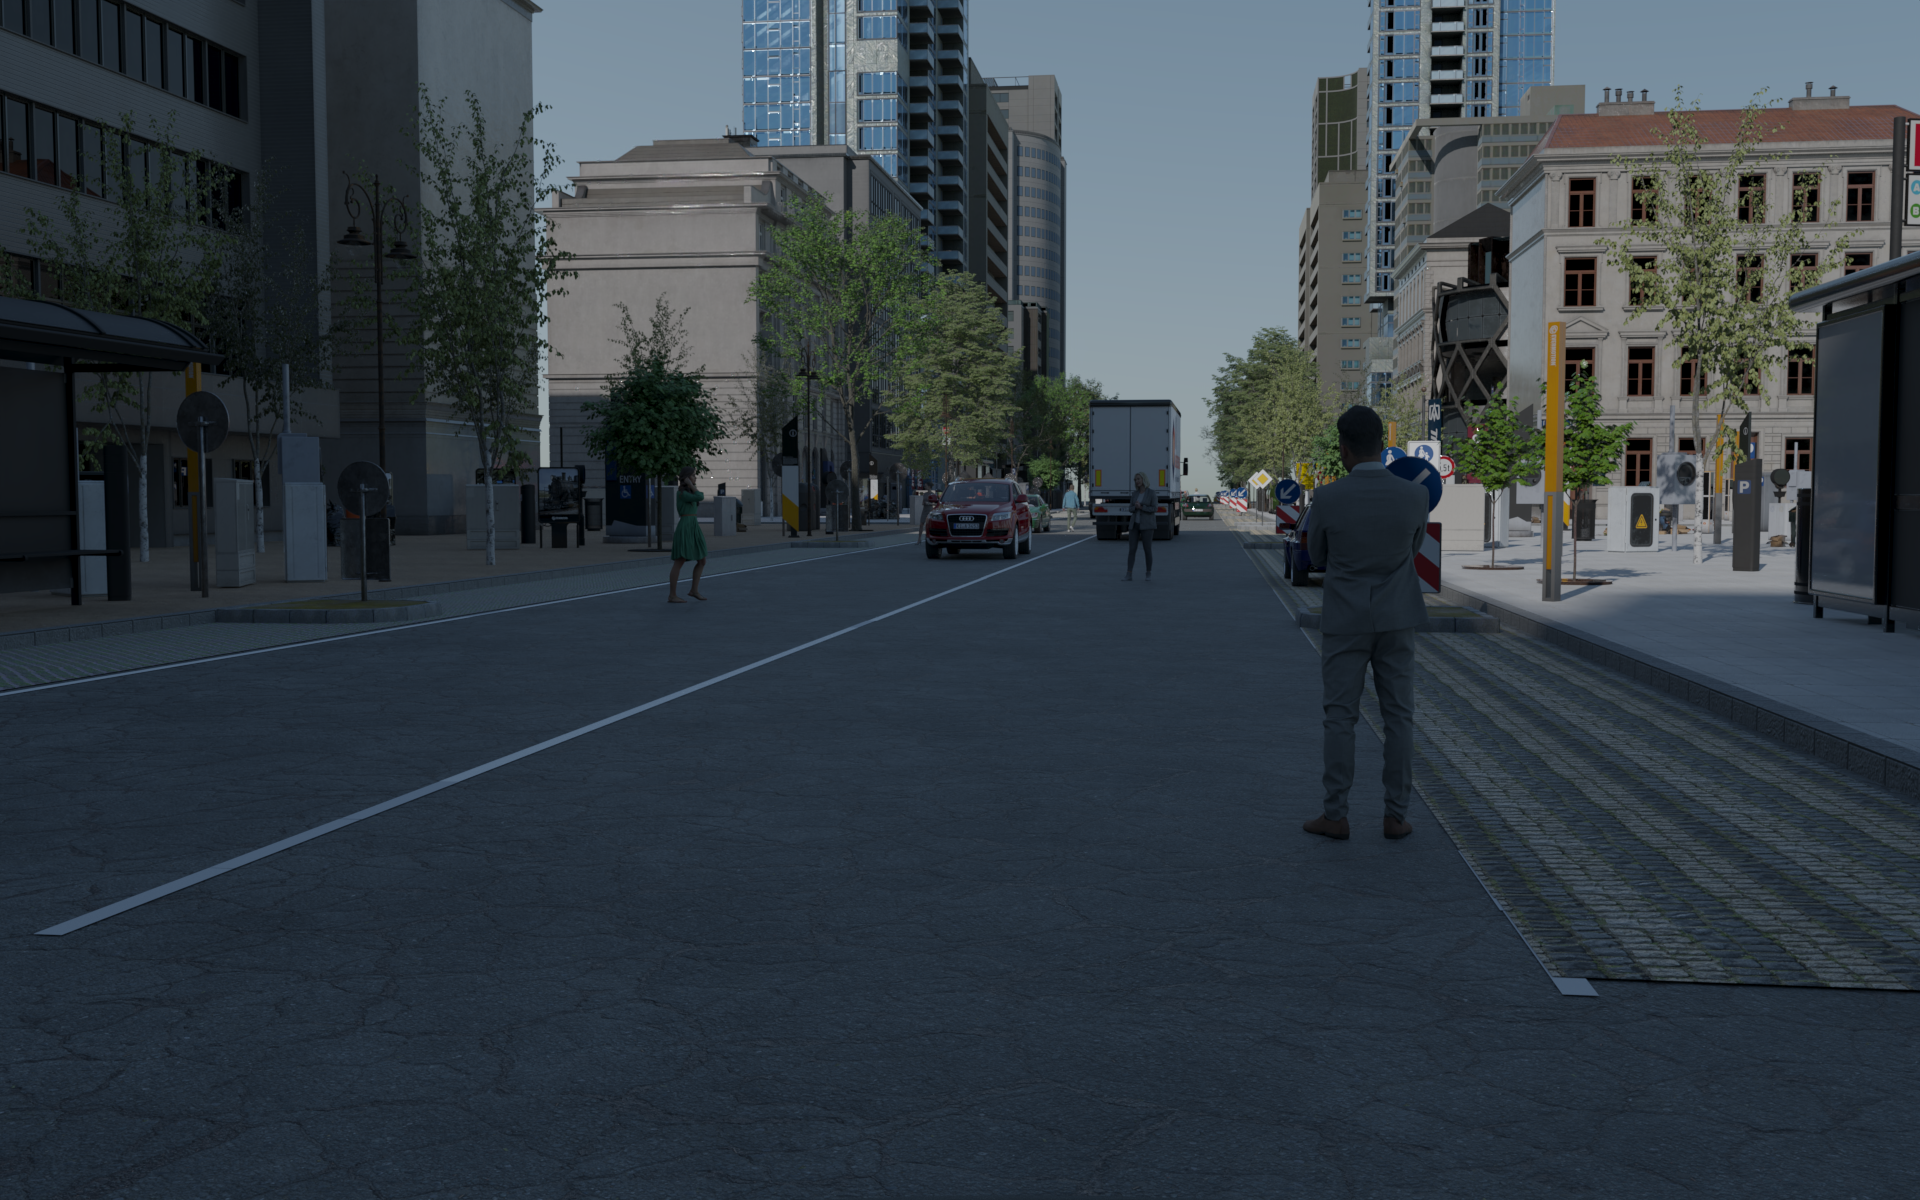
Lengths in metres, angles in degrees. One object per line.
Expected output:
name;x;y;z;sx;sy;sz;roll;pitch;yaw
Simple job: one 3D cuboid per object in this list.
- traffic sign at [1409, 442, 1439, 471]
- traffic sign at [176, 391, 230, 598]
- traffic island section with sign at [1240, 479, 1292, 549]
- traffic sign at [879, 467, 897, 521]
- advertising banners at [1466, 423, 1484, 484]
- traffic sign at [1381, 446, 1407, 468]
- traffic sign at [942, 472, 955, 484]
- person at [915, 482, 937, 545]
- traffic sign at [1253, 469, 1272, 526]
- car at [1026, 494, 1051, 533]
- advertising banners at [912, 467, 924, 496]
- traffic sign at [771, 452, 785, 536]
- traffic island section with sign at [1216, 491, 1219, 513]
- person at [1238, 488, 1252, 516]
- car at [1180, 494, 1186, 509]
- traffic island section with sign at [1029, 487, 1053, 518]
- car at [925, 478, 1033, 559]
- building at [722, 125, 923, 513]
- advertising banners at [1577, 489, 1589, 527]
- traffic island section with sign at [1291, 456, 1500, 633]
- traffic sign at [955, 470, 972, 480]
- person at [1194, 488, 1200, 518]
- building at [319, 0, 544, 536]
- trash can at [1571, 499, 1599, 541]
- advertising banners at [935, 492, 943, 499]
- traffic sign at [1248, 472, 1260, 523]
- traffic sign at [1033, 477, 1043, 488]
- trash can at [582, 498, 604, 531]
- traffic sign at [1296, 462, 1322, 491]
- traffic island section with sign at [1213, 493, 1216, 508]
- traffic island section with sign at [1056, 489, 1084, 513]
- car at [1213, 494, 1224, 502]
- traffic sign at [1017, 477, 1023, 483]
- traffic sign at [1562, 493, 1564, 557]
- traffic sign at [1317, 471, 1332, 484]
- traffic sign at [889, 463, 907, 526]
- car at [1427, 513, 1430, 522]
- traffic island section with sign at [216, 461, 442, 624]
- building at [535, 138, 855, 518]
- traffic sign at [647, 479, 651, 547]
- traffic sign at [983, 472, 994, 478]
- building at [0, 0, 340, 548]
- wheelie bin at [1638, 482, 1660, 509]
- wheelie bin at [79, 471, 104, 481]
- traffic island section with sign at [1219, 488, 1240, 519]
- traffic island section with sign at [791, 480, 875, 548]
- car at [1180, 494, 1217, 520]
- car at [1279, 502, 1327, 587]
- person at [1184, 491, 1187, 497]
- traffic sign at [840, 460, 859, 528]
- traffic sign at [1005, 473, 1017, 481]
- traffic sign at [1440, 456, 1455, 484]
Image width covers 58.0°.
traffic sign;8.951;-1.917;33.480;0.606;2.300;0.079;1;4;12
traffic sign;-9.368;-1.303;21.416;0.768;2.556;0.104;1;4;16
traffic island section with sign;8.461;-2.254;45.486;1.989;1.847;2.006;0;4;8
traffic sign;-3.420;-5.011;81.936;0.884;2.594;0.081;1;4;11
advertising banners;12.096;-2.876;43.204;2.074;3.025;0.090;1;4;19
traffic sign;11.610;-2.835;46.455;0.768;2.556;0.104;1;4;14
traffic sign;-0.659;-6.014;98.436;0.768;2.556;0.104;1;4;12
person;-0.946;-2.426;48.504;0.599;1.781;0.374;2;4;34
traffic sign;12.197;-4.048;69.832;0.795;2.450;0.064;0;4;8
car;2.316;-3.245;64.858;2.131;1.459;4.920;1;4;9
advertising banners;-2.567;-6.606;104.189;0.090;3.025;2.074;1;4;20
traffic sign;-5.357;-3.205;52.510;0.768;2.556;0.104;1;4;12
traffic island section with sign;19.989;-7.254;127.226;1.989;1.847;2.006;0;4;8
person;17.585;-5.996;106.647;0.853;1.813;0.709;0;4;-2
car;18.119;-8.131;144.747;2.131;1.459;4.920;1;4;9
traffic island section with sign;4.425;-5.703;101.873;1.989;1.847;2.006;0;4;8
car;0.491;-1.914;39.967;2.281;1.827;5.304;0;4;8
building;-11.560;-20.507;128.803;14.314;27.812;24.014;0;4;8
advertising banners;22.985;-4.154;64.109;0.090;3.025;2.074;2;4;34
traffic island section with sign;4.683;-0.622;18.796;1.989;1.847;2.006;0;4;8
traffic sign;0.175;-4.153;71.543;0.795;2.450;0.064;0;4;8
person;14.441;-5.921;105.526;0.478;1.798;0.641;0;4;-7
building;-24.559;-12.812;58.622;18.267;20.994;9.793;0;4;8
trash can;17.016;-2.178;47.260;0.748;1.137;0.748;0;3;0
advertising banners;-1.920;-7.073;111.826;2.074;3.025;0.090;-2;4;-25
traffic sign;13.313;-4.532;77.739;0.795;2.450;0.064;0;4;8
traffic sign;5.840;-7.976;130.515;0.768;2.556;0.104;1;4;13
trash can;-12.709;-2.962;60.090;0.748;1.137;0.748;0;3;0
traffic sign;22.544;-7.127;110.406;2.265;3.308;0.079;1;4;12
traffic island section with sign;27.004;-10.291;176.893;1.989;1.847;2.006;0;4;8
traffic island section with sign;8.227;-7.355;128.889;1.989;1.847;2.006;0;4;8
car;40.035;-15.758;267.867;2.015;1.641;3.980;0;4;8
traffic sign;4.337;-7.895;129.186;0.768;2.556;0.104;1;4;12
traffic sign;12.331;-2.164;35.484;0.768;2.556;0.104;1;4;15
traffic sign;18.633;-5.413;88.608;0.768;2.556;0.104;1;4;13
traffic sign;-2.519;-4.294;70.315;0.768;2.556;0.104;1;4;11
car;20.086;-3.711;72.682;4.499;1.417;2.014;1;4;9
traffic island section with sign;-7.135;-0.694;19.981;1.989;1.847;2.006;0;4;8
building;-15.144;-16.114;105.260;13.314;21.916;24.055;0;4;8
traffic sign;-7.470;-2.538;41.602;0.768;2.556;0.104;1;4;17
traffic sign;1.291;-4.637;79.450;0.795;2.450;0.064;0;4;8
building;-25.831;-13.104;33.320;14.314;24.678;30.058;0;4;8
wheelie bin;17.628;-2.245;44.620;0.693;1.594;0.980;0;4;2
wheelie bin;-12.221;-0.998;24.225;0.980;1.594;0.693;-2;4;-26
traffic island section with sign;16.220;-5.619;100.495;1.989;1.847;2.006;0;4;8
traffic island section with sign;-3.362;-2.327;46.672;1.989;1.847;2.006;0;4;8
car;13.152;-5.248;95.585;2.009;1.686;4.222;1;4;9
car;6.147;-0.938;27.910;1.945;1.354;3.894;0;4;8
person;22.157;-9.885;170.671;0.434;1.755;0.990;-1;4;-14
traffic sign;-4.177;-3.986;65.278;0.768;2.556;0.104;1;4;13
traffic sign;3.075;-6.455;105.640;0.768;2.556;0.104;1;4;14
traffic sign;16.057;-3.516;57.593;0.768;2.556;0.104;1;4;17
